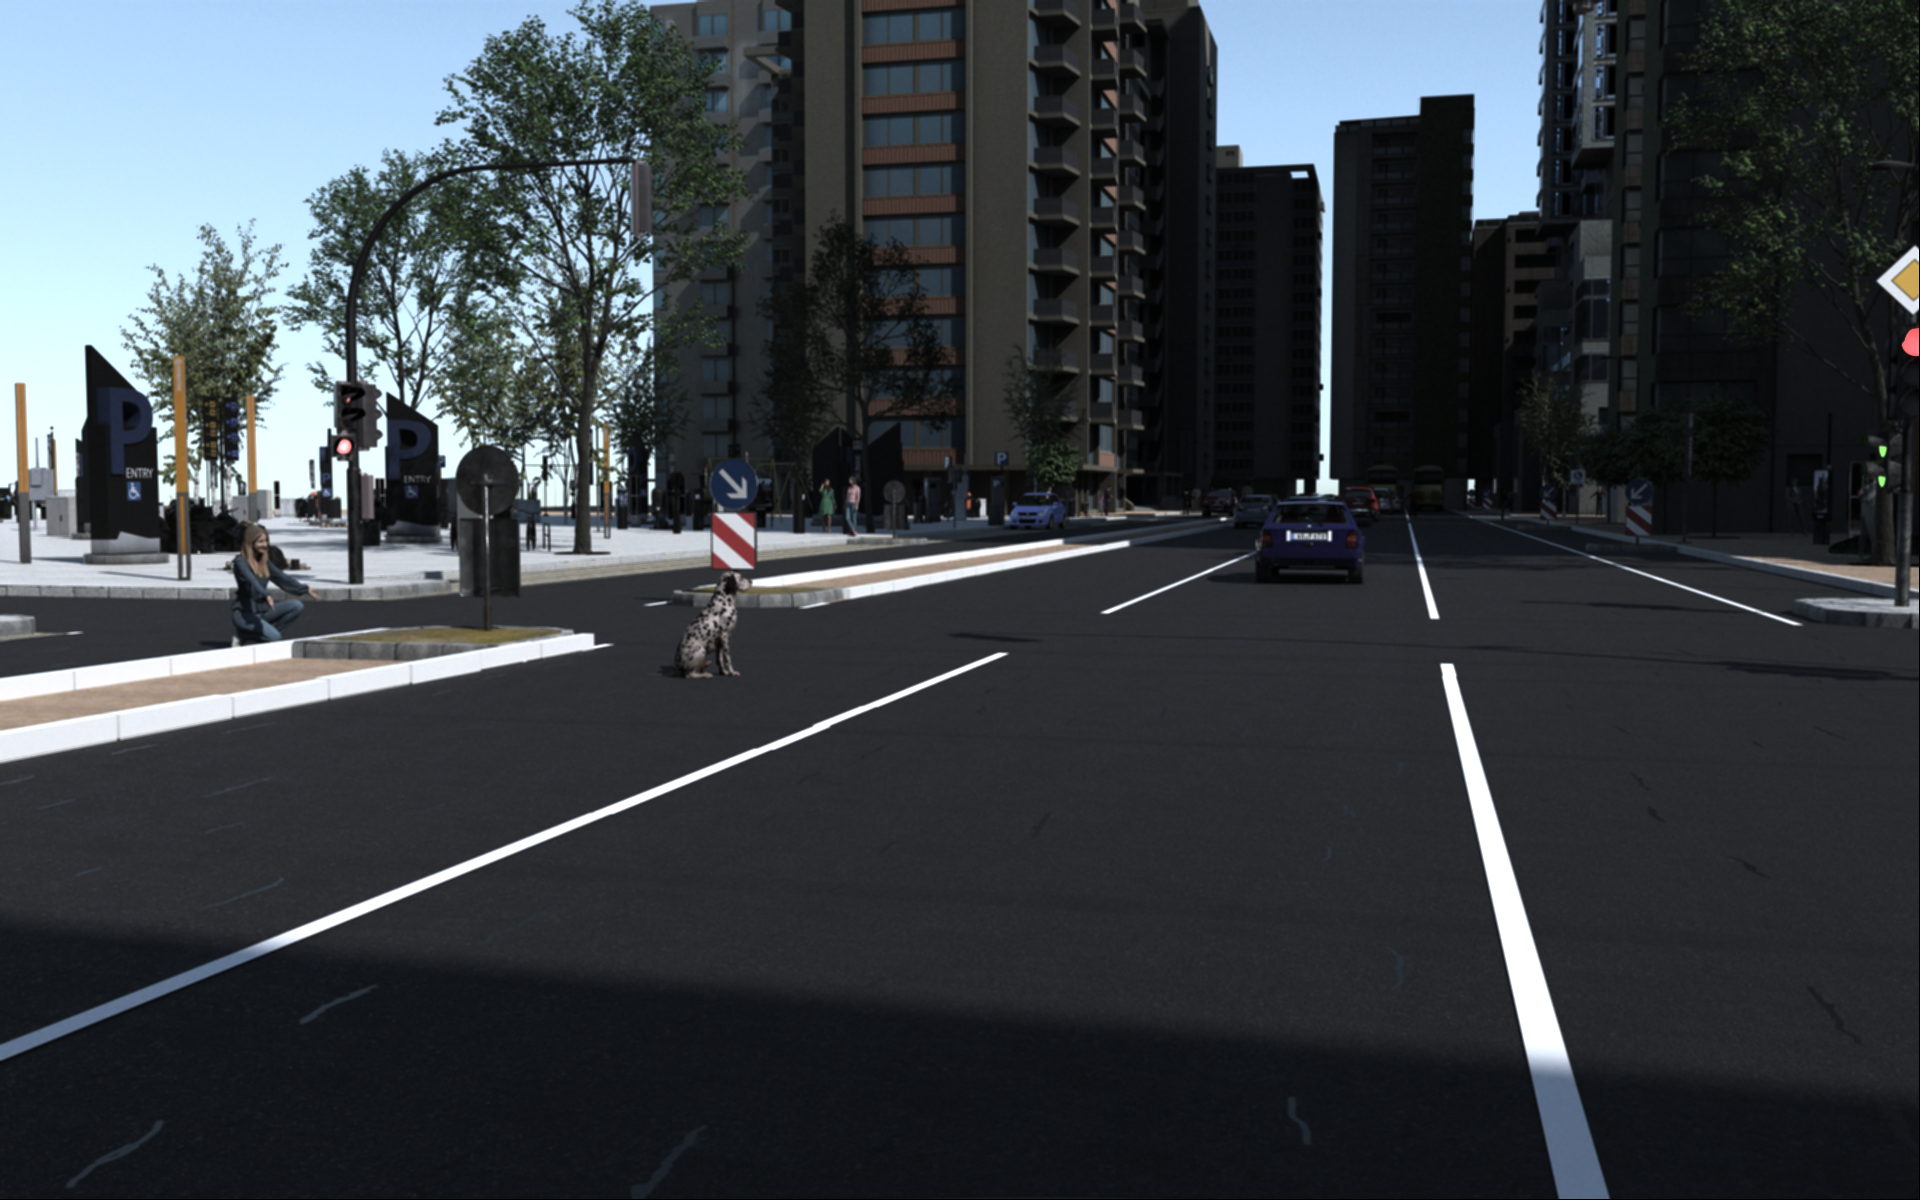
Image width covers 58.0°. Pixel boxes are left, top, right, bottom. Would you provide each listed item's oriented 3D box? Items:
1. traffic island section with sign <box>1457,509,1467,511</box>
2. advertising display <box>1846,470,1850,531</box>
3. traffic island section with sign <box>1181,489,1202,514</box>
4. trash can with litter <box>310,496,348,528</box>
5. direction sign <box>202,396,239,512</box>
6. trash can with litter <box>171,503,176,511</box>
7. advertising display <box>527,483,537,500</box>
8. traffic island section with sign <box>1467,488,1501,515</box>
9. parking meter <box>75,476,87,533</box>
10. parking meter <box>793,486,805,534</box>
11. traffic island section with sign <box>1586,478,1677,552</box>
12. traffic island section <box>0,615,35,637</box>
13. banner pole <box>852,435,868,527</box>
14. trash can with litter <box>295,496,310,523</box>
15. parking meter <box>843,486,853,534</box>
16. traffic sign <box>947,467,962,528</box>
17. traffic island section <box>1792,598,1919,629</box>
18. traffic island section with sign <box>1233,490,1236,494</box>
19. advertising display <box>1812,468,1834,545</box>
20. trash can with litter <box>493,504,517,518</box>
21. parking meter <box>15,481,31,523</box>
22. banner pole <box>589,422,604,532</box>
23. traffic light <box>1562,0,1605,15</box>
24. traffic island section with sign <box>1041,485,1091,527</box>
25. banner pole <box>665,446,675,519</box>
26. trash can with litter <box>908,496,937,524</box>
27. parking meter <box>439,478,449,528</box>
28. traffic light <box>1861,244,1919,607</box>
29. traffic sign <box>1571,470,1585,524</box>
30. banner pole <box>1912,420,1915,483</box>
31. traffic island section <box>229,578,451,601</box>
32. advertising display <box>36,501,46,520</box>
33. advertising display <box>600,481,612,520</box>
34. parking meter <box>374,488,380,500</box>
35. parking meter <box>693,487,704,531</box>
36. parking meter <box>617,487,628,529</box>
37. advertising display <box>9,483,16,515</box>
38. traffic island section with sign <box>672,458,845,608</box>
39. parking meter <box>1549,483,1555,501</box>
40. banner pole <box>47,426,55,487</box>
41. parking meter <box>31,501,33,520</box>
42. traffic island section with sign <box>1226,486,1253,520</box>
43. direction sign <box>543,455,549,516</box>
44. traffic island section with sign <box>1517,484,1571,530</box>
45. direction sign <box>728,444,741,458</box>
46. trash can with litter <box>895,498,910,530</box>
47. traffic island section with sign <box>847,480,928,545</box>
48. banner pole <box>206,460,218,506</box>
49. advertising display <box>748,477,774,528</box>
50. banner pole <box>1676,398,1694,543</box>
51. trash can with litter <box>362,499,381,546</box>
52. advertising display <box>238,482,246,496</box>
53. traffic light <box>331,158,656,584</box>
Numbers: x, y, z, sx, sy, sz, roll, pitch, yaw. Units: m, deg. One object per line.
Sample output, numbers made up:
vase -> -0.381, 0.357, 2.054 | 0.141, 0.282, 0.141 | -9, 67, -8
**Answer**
traffic island section with sign -> 42.843, -8.369, 145.466 | 1.989, 1.847, 2.006 | 1, 4, 14
advertising display -> 23.179, -2.388, 44.265 | 0.123, 1.923, 0.974 | -3, 5, -39
traffic island section with sign -> 16.833, -7.011, 123.258 | 1.989, 1.847, 2.006 | 1, 4, 14
trash can with litter -> -23.753, -3.412, 66.851 | 2.233, 1.210, 1.678 | -1, 4, -17
direction sign -> -17.176, -2.955, 40.306 | 0.379, 3.537, 0.876 | 2, 4, 34
trash can with litter -> -26.353, -2.846, 57.927 | 1.055, 1.170, 0.624 | -1, 4, -18
advertising display -> -25.776, -6.065, 104.383 | 0.123, 1.923, 0.974 | 1, 4, 15
traffic island section with sign -> 36.135, -6.761, 119.173 | 1.989, 1.847, 2.006 | 1, 4, 14
parking meter -> -29.036, -3.150, 57.208 | 0.255, 1.863, 0.399 | -2, 4, -34
parking meter -> -5.242, -2.934, 56.375 | 0.372, 1.533, 0.369 | 0, 3, 0
traffic island section with sign -> 16.874, -2.140, 43.623 | 1.989, 1.847, 2.006 | 1, 4, 14
traffic island section -> -10.611, 0.324, 16.986 | 2.009, 0.180, 2.903 | 1, 4, 14
banner pole -> -3.846, -4.748, 67.655 | 0.863, 3.779, 0.401 | 1, 4, 22
trash can with litter -> -29.077, -4.105, 78.179 | 2.233, 1.210, 1.678 | 2, 4, 30
parking meter -> -3.553, -2.863, 55.220 | 0.372, 1.533, 0.369 | 0, 3, 0
traffic sign -> -0.204, -3.819, 64.573 | 0.606, 2.300, 0.079 | 2, 4, 24
traffic island section -> 10.783, 0.153, 19.786 | 2.009, 0.180, 2.903 | 1, 4, 14
traffic island section with sign -> 23.566, -8.625, 149.644 | 1.989, 1.847, 2.006 | 1, 4, 14
advertising display -> 21.894, -2.371, 43.981 | 0.123, 1.923, 0.974 | 0, 4, 5
trash can with litter -> -11.432, -1.951, 43.278 | 0.624, 1.170, 1.055 | -1, 4, -9
parking meter -> -41.639, -4.351, 76.850 | 0.399, 1.863, 0.255 | 0, 4, 4
banner pole -> -12.447, -4.186, 58.466 | 0.863, 3.779, 0.401 | 1, 4, 12
traffic light -> 6.725, -2.303, 12.320 | 4.771, 5.953, 1.251 | 1, 4, 14
traffic island section with sign -> 4.677, -4.094, 75.562 | 1.989, 1.847, 2.006 | 1, 4, 14
banner pole -> -15.147, -6.145, 90.480 | 0.863, 3.779, 0.401 | 3, 4, 37
trash can with litter -> -1.826, -3.965, 75.885 | 1.678, 1.210, 2.233 | 1, 4, 17
parking meter -> -19.391, -3.632, 65.093 | 0.255, 1.863, 0.399 | 0, 4, -7
traffic light -> 10.746, -1.881, 19.682 | 0.839, 4.253, 0.868 | 1, 4, 14
traffic sign -> 26.094, -4.345, 73.173 | 0.606, 2.300, 0.079 | 1, 4, 16
banner pole -> 26.046, -3.545, 47.985 | 0.401, 3.779, 0.863 | -2, 4, -26
traffic island section -> -8.638, -0.149, 24.724 | 2.009, 0.180, 2.903 | 1, 4, 14
advertising display -> -46.032, -5.008, 87.091 | 0.974, 1.923, 0.123 | -1, 4, -23
advertising display -> -17.813, -5.014, 87.193 | 0.123, 1.923, 0.974 | 1, 4, 21
parking meter -> -26.376, -4.268, 78.200 | 0.372, 1.533, 0.369 | 0, 3, 0
parking meter -> -9.218, -3.214, 60.961 | 0.372, 1.533, 0.369 | 0, 3, 0
parking meter -> -12.330, -3.352, 63.218 | 0.372, 1.533, 0.369 | 0, 3, 0
advertising display -> -57.405, -6.131, 105.459 | 0.123, 1.923, 0.974 | 2, 4, 27
traffic island section with sign -> -2.750, -0.901, 22.875 | 2.006, 1.907, 1.989 | 1, 4, 14
parking meter -> 30.148, -5.046, 88.217 | 0.255, 1.863, 0.399 | 1, 4, 12
banner pole -> -33.450, -4.511, 63.773 | 0.401, 3.779, 0.863 | -1, 4, -13
parking meter -> -45.882, -4.863, 85.225 | 0.399, 1.863, 0.255 | -2, 4, -28
traffic island section with sign -> 15.805, -5.355, 95.695 | 2.006, 1.907, 1.989 | 1, 4, 14
direction sign -> -24.201, -6.674, 101.115 | 0.379, 3.537, 0.876 | 0, 4, 3
traffic island section with sign -> 23.591, -3.750, 69.946 | 1.989, 1.847, 2.006 | 1, 4, 14
direction sign -> -10.263, -5.313, 78.871 | 0.379, 3.537, 0.876 | -3, 5, -45
trash can with litter -> -2.021, -3.139, 62.709 | 0.624, 1.170, 1.055 | -1, 4, -17
traffic island section with sign -> -1.988, -2.496, 49.441 | 1.989, 1.847, 2.006 | 1, 4, 14
banner pole -> -38.907, -6.115, 90.003 | 0.863, 3.779, 0.401 | 1, 4, 19
advertising display -> -7.619, -3.732, 66.232 | 0.974, 1.923, 0.123 | 0, 4, 7
banner pole -> 18.850, -3.352, 44.829 | 0.401, 3.779, 0.863 | 1, 4, 8
trash can with litter -> -14.705, -1.926, 42.872 | 0.624, 1.170, 1.055 | -2, 4, -33
advertising display -> -38.130, -5.310, 92.027 | 0.123, 1.923, 0.974 | 0, 4, -6
traffic light -> -6.553, -3.023, 24.097 | 4.771, 5.953, 1.251 | 1, 4, 14
